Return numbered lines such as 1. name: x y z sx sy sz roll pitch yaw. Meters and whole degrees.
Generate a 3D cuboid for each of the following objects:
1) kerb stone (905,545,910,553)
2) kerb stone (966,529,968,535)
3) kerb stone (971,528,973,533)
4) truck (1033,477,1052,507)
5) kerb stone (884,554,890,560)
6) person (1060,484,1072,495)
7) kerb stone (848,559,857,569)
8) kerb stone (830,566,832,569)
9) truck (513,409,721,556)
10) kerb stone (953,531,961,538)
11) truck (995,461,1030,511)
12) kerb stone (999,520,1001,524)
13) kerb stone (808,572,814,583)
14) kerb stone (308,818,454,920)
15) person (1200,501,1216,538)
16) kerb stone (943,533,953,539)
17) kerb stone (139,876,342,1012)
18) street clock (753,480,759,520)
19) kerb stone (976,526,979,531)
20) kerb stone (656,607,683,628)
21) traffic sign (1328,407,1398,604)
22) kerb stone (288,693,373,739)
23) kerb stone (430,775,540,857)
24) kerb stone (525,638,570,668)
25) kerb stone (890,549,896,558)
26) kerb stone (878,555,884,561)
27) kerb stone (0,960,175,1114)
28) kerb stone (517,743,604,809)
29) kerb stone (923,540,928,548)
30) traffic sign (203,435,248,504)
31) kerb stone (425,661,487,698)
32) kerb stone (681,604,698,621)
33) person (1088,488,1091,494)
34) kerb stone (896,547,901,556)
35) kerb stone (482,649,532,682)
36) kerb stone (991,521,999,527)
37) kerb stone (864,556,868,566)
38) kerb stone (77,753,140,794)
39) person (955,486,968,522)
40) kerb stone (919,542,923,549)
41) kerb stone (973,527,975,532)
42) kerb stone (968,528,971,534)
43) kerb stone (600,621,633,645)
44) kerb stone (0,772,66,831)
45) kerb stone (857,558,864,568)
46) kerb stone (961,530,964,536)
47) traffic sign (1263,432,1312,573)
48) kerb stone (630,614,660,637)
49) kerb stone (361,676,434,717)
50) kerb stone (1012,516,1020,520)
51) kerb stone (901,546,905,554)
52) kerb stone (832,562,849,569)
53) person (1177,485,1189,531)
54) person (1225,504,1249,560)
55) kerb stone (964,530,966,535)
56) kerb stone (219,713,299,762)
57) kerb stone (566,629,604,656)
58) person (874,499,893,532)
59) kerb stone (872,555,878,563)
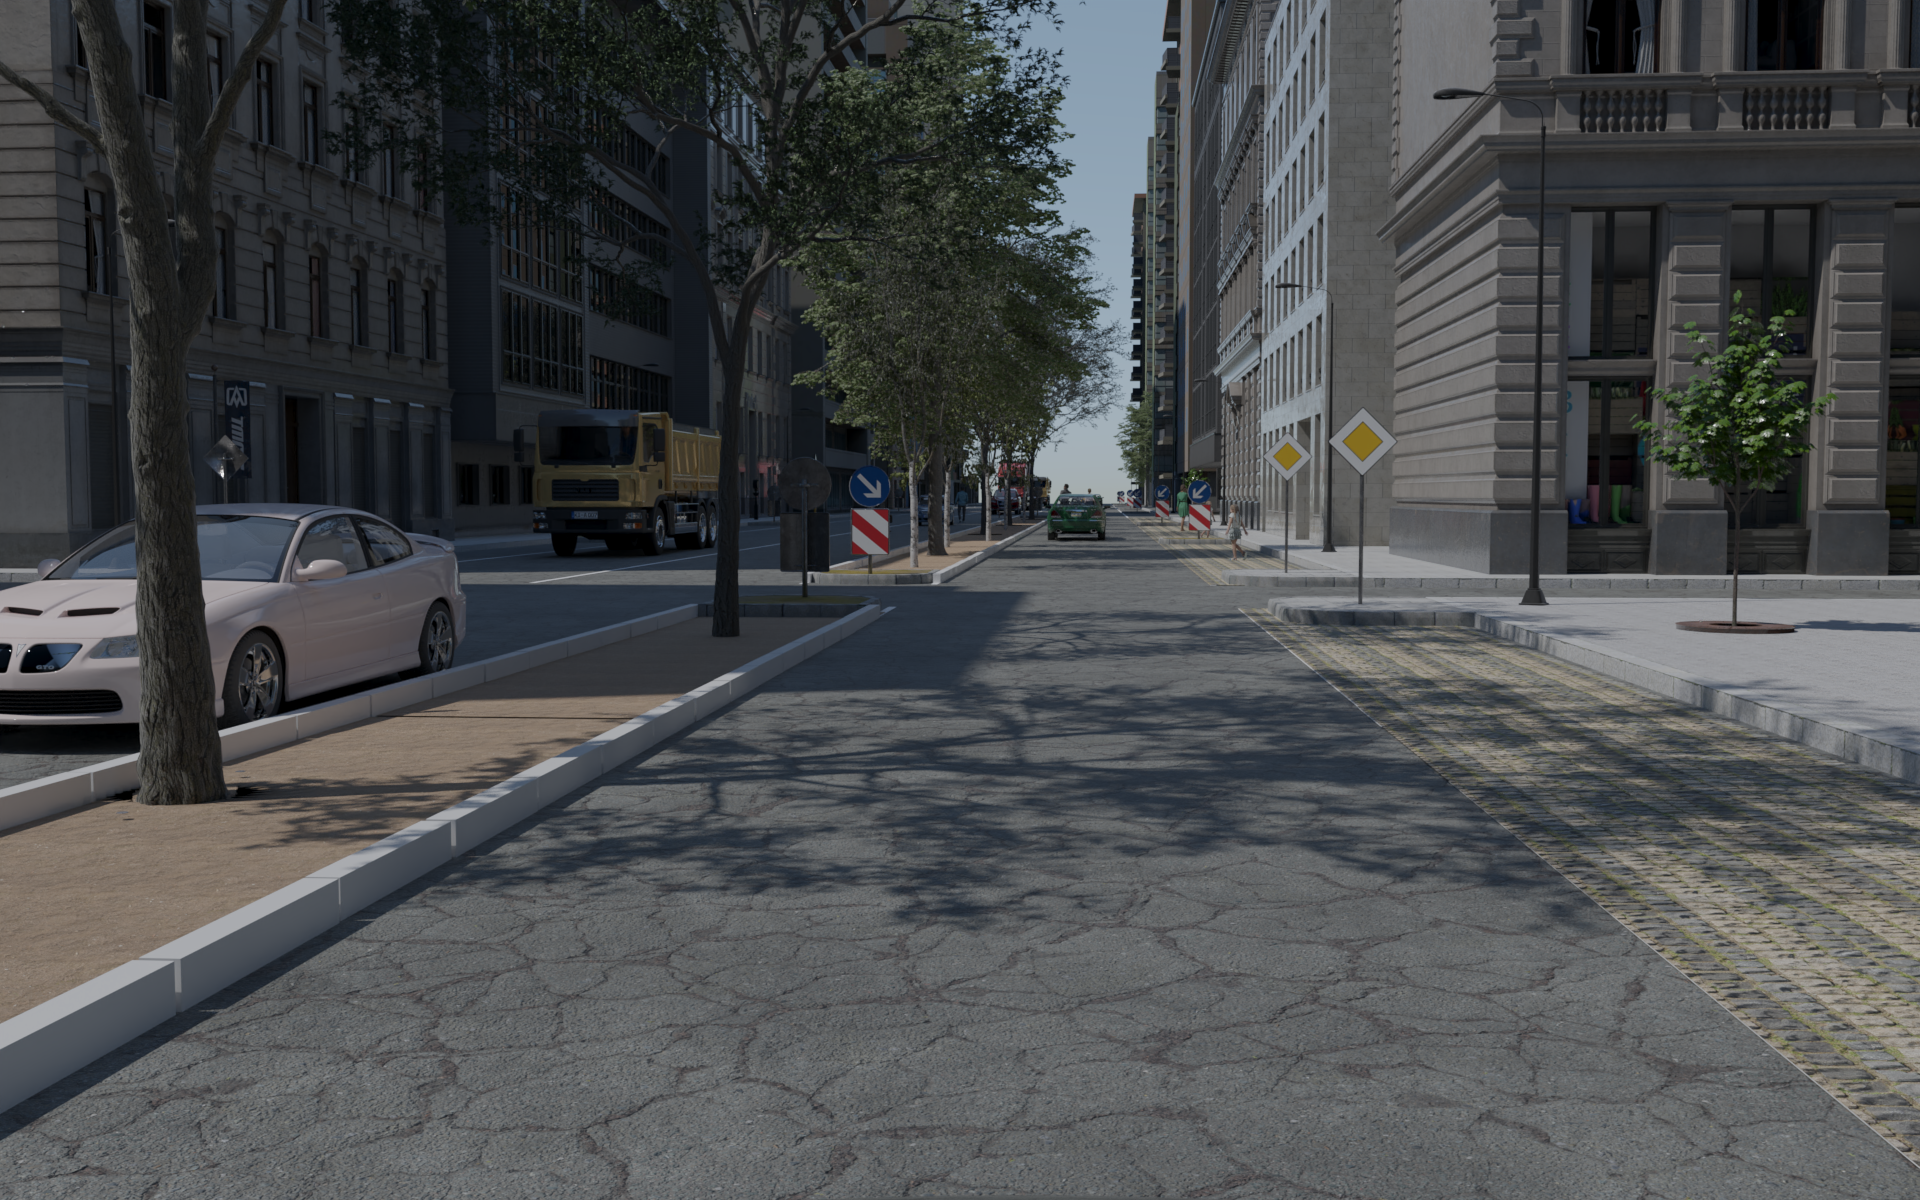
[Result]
1. kerb stone: -1.368 -1.194 41.730 0.120 0.150 1.000 0 4 5
2. kerb stone: 0.100 -2.319 60.119 0.120 0.150 1.000 0 4 5
3. kerb stone: 0.272 -2.445 62.173 0.120 0.150 1.000 0 4 5
4. truck: 8.741 -12.182 195.105 3.469 3.379 9.791 0 4 5
5. kerb stone: -1.696 -0.944 37.625 0.120 0.150 1.000 0 4 5
6. person: 4.129 -3.727 69.239 0.655 1.846 0.447 -2 4 -31
7. kerb stone: -2.107 -0.630 32.506 0.120 0.150 1.000 0 4 5
8. kerb stone: -2.347 -0.442 29.422 0.120 0.150 1.000 0 4 5
9. truck: -8.056 -2.848 42.484 3.469 3.379 9.791 0 4 4
10. kerb stone: -0.144 -2.133 57.062 0.120 0.150 1.000 0 4 5
11. truck: 4.696 -9.789 148.957 2.839 4.237 11.283 0 4 5
12. kerb stone: 1.660 -3.507 79.540 0.120 0.150 1.000 0 4 5
13. kerb stone: -2.433 -0.379 28.400 0.120 0.150 1.000 0 4 5
14. kerb stone: -2.097 0.973 6.306 0.120 0.150 1.000 0 4 5
15. person: 7.771 -2.495 54.306 0.505 1.210 0.382 -2 4 -35
16. kerb stone: -0.386 -1.942 53.985 0.120 0.150 1.000 0 4 5
17. kerb stone: -2.172 1.034 5.287 0.120 0.150 1.000 0 4 5
18. street clock: -10.150 -4.992 86.196 0.358 2.002 0.471 0 4 5
19. kerb stone: 0.513 -2.631 65.232 0.120 0.150 1.000 0 4 5
20. kerb stone: -3.199 0.212 18.725 0.120 0.150 1.000 0 4 5
21. traffic sign: 4.656 -1.006 20.094 0.795 2.450 0.064 0 4 5
22. kerb stone: -3.861 0.714 10.550 0.120 0.150 1.000 0 4 5
23. kerb stone: -2.006 0.909 7.327 0.120 0.150 1.000 0 4 5
24. kerb stone: -3.532 0.463 14.632 0.120 0.150 1.000 0 4 5
25. kerb stone: -1.613 -1.006 38.649 0.120 0.150 1.000 0 4 5
26. kerb stone: -1.778 -0.879 36.607 0.120 0.150 1.000 0 4 5
27. kerb stone: -2.257 1.097 4.268 0.120 0.150 1.000 0 4 5
28. kerb stone: -1.930 0.847 8.346 0.120 0.150 1.000 0 4 5
29. kerb stone: -0.954 -1.505 46.831 0.120 0.150 1.000 0 4 5
30. traffic sign: -12.495 -1.581 29.490 0.795 2.450 0.064 0 4 5
31. kerb stone: -3.695 0.587 12.591 0.120 0.150 1.000 0 4 5
32. kerb stone: -3.127 0.152 19.745 0.120 0.150 1.000 0 4 5
33. person: 6.991 -5.083 92.279 0.731 1.740 0.598 1 4 10
34. kerb stone: -1.527 -1.069 39.674 0.120 0.150 1.000 0 4 5
35. kerb stone: -3.608 0.527 13.609 0.120 0.150 1.000 0 4 5
36. kerb stone: 1.567 -3.445 78.513 0.120 0.150 1.000 0 4 5
37. kerb stone: -1.935 -0.754 34.552 0.120 0.150 1.000 0 4 5
38. kerb stone: -4.026 0.840 8.508 0.120 0.150 1.000 0 4 5
39. person: 0.085 -4.827 87.440 0.660 1.820 0.620 -1 4 -11
40. kerb stone: -1.123 -1.382 44.786 0.120 0.150 1.000 0 4 5
41. kerb stone: 0.346 -2.508 63.195 0.120 0.150 1.000 0 4 5
42. kerb stone: 0.192 -2.382 61.142 0.120 0.150 1.000 0 4 5
43. kerb stone: -3.371 0.339 16.679 0.120 0.150 1.000 0 4 5
44. kerb stone: -4.104 0.900 7.489 0.120 0.150 1.000 0 4 5
45. kerb stone: -2.027 -0.693 33.528 0.120 0.150 1.000 0 4 5
46. kerb stone: -0.060 -2.195 58.081 0.120 0.150 1.000 0 4 5
47. traffic sign: 5.292 -1.493 28.054 0.795 2.450 0.064 0 4 5
48. kerb stone: -3.281 0.275 17.697 0.120 0.150 1.000 0 4 5
49. kerb stone: -3.779 0.650 11.569 0.120 0.150 1.000 0 4 5
50. kerb stone: 3.206 -4.695 98.951 0.120 0.150 1.000 0 4 5
51. kerb stone: -1.456 -1.132 40.702 0.120 0.150 1.000 0 4 5
52. kerb stone: -2.191 -0.567 31.470 0.120 0.150 1.000 0 4 5
53. person: 8.585 -3.546 66.717 0.600 1.795 0.529 2 4 32
54. person: 5.908 -1.442 37.096 0.505 1.210 0.382 -3 5 -43
55. kerb stone: 0.015 -2.257 59.100 0.120 0.150 1.000 0 4 5
56. kerb stone: -3.939 0.775 9.527 0.120 0.150 1.000 0 4 5
57. kerb stone: -3.447 0.400 15.654 0.120 0.150 1.000 0 4 5
58. person: -2.907 -3.363 63.455 0.822 1.834 0.622 0 4 6
59. kerb stone: -1.853 -0.819 35.581 0.120 0.150 1.000 0 4 5
